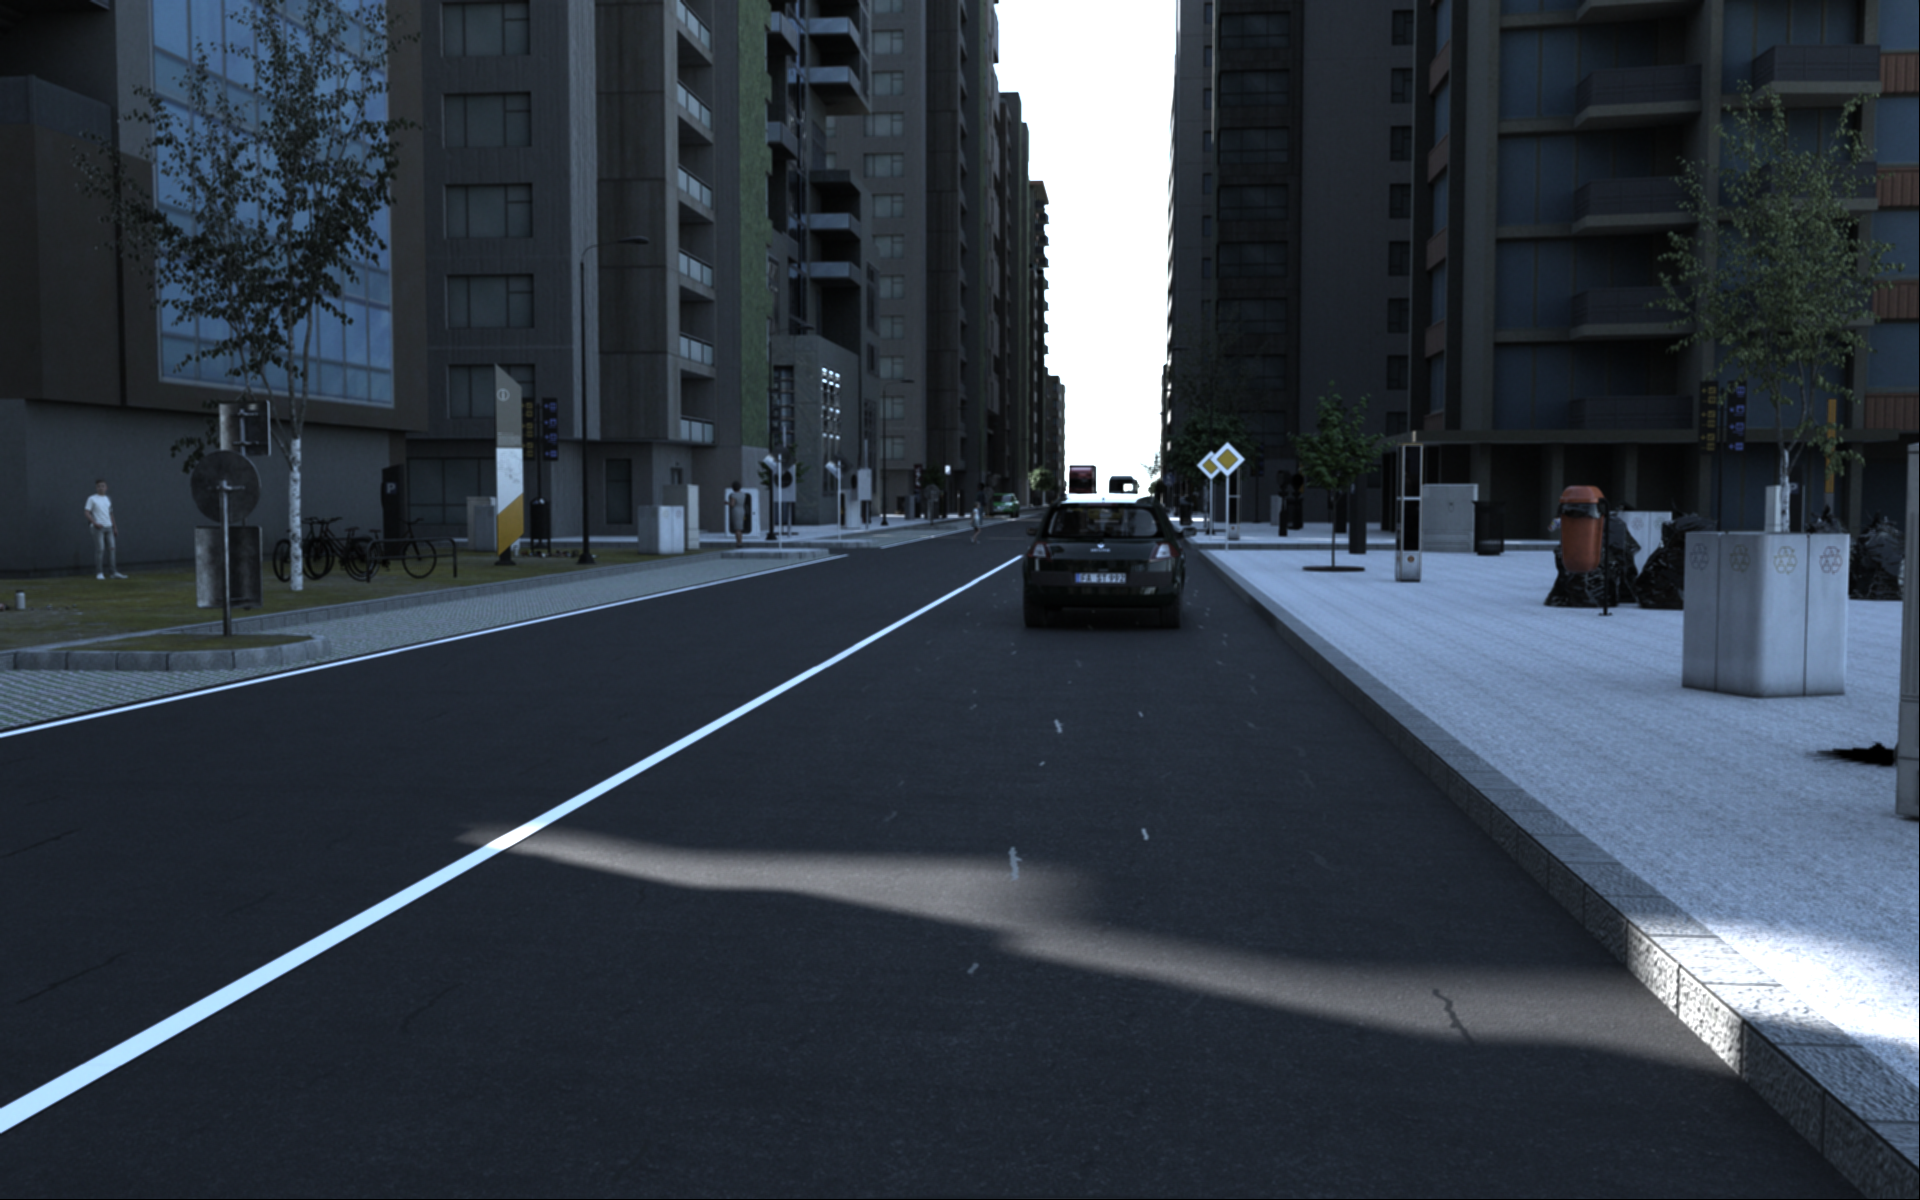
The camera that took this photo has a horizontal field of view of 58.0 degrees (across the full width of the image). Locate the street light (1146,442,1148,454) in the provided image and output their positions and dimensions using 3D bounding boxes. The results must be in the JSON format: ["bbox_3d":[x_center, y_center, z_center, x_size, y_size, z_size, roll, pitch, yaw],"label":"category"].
[{"bbox_3d":[15.079,-9.728,131.590,1.470,5.913,1.316,0,4,6],"label":"street light"}]

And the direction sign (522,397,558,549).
[{"bbox_3d":[-9.897,-2.981,40.739,0.876,3.537,0.379,-1,4,-19],"label":"direction sign"}]

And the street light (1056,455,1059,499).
[{"bbox_3d":[11.105,-14.328,206.809,1.470,5.913,1.316,0,4,6],"label":"street light"}]

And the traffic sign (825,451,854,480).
[{"bbox_3d":[-3.313,-2.761,47.325,0.795,2.593,0.064,0,4,6],"label":"traffic sign"}]

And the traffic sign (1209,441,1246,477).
[{"bbox_3d":[5.935,-2.212,38.359,0.795,2.593,0.064,0,4,6],"label":"traffic sign"}]

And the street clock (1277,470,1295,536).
[{"bbox_3d":[9.796,-2.929,52.466,0.358,2.002,0.471,-1,4,-19],"label":"street clock"}]

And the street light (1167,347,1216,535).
[{"bbox_3d":[7.376,-5.021,54.638,1.470,5.913,1.316,0,4,6],"label":"street light"}]

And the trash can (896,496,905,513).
[{"bbox_3d":[-3.648,-5.930,108.606,0.748,1.137,0.748,0,3,0],"label":"trash can"}]

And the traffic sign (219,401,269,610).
[{"bbox_3d":[-7.867,-1.035,19.055,0.606,2.300,0.079,1,4,13],"label":"traffic sign"}]

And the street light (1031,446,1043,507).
[{"bbox_3d":[7.358,-11.964,168.146,1.470,5.913,1.316,0,4,6],"label":"street light"}]

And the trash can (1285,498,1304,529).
[{"bbox_3d":[12.147,-3.140,63.000,0.748,1.137,0.748,0,3,0],"label":"trash can"}]

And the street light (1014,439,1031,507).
[{"bbox_3d":[5.039,-10.626,146.274,1.470,5.913,1.316,0,4,6],"label":"street light"}]

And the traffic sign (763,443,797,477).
[{"bbox_3d":[-4.107,-2.275,39.379,0.795,2.593,0.064,0,4,6],"label":"traffic sign"}]

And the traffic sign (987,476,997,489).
[{"bbox_3d":[2.204,-7.310,119.631,0.768,2.556,0.104,1,4,10],"label":"traffic sign"}]

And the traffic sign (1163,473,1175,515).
[{"bbox_3d":[12.891,-6.534,106.935,0.768,2.556,0.104,1,4,10],"label":"traffic sign"}]

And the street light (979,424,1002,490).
[{"bbox_3d":[1.872,-8.684,114.532,1.470,5.913,1.316,0,4,6],"label":"street light"}]

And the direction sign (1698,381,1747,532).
[{"bbox_3d":[15.233,-2.610,34.678,0.876,3.537,0.379,1,4,9],"label":"direction sign"}]

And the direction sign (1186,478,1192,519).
[{"bbox_3d":[11.796,-5.965,89.518,0.379,3.537,0.876,2,4,31],"label":"direction sign"}]

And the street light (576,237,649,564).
[{"bbox_3d":[-6.308,-3.605,31.480,1.470,5.913,1.316,0,4,6],"label":"street light"}]

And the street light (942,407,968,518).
[{"bbox_3d":[-0.285,-7.327,92.332,1.470,5.913,1.316,0,4,6],"label":"street light"}]

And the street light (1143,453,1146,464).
[{"bbox_3d":[17.244,-11.066,153.477,1.470,5.913,1.316,0,4,6],"label":"street light"}]

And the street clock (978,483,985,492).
[{"bbox_3d":[1.386,-6.622,112.834,0.358,2.002,0.471,3,5,43],"label":"street clock"}]

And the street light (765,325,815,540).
[{"bbox_3d":[-4.695,-4.604,47.823,1.470,5.913,1.316,0,4,6],"label":"street light"}]

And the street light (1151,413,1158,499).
[{"bbox_3d":[11.815,-7.713,98.644,1.470,5.913,1.316,0,4,6],"label":"street light"}]

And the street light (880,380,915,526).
[{"bbox_3d":[-2.544,-5.989,70.453,1.470,5.913,1.316,0,4,6],"label":"street light"}]

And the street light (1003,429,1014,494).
[{"bbox_3d":[2.920,-9.259,123.931,1.470,5.913,1.316,0,4,6],"label":"street light"}]

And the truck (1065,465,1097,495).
[{"bbox_3d":[11.791,-10.876,166.735,2.839,4.237,11.283,0,4,6],"label":"truck"}]

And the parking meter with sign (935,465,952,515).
[{"bbox_3d":[-1.325,-6.655,105.070,1.738,3.016,0.543,-3,5,-44],"label":"parking meter with sign"}]

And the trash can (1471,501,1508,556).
[{"bbox_3d":[11.077,-1.505,36.255,0.748,1.137,0.748,0,3,0],"label":"trash can"}]

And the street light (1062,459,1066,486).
[{"bbox_3d":[13.311,-15.726,229.659,1.470,5.913,1.316,0,4,6],"label":"street light"}]

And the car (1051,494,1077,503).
[{"bbox_3d":[6.403,-5.624,102.171,2.015,1.641,3.980,0,4,4],"label":"car"}]

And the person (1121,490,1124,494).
[{"bbox_3d":[11.567,-7.039,124.302,1.217,1.735,0.721,3,5,44],"label":"person"}]

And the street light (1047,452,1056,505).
[{"bbox_3d":[9.444,-13.308,190.128,1.470,5.913,1.316,0,4,6],"label":"street light"}]

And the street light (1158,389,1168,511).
[{"bbox_3d":[9.626,-6.359,76.517,1.470,5.913,1.316,0,4,6],"label":"street light"}]

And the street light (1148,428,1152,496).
[{"bbox_3d":[14.036,-9.075,120.915,1.470,5.913,1.316,0,4,6],"label":"street light"}]

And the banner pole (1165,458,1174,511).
[{"bbox_3d":[14.129,-7.778,117.185,0.863,3.779,0.401,3,5,45],"label":"banner pole"}]

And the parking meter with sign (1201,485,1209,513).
[{"bbox_3d":[16.688,-7.421,117.599,0.543,3.016,1.738,1,4,14],"label":"parking meter with sign"}]

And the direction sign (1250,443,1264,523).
[{"bbox_3d":[13.119,-5.167,76.480,0.379,3.537,0.876,-2,4,-30],"label":"direction sign"}]

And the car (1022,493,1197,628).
[{"bbox_3d":[1.719,-0.624,19.988,2.009,1.686,4.222,0,4,7],"label":"car"}]

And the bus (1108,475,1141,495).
[{"bbox_3d":[16.537,-10.994,174.617,2.948,3.499,13.247,0,4,8],"label":"bus"}]

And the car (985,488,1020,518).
[{"bbox_3d":[2.535,-5.805,103.714,1.959,1.807,4.718,0,4,7],"label":"car"}]

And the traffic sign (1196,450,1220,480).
[{"bbox_3d":[6.729,-2.698,46.305,0.795,2.593,0.064,0,4,6],"label":"traffic sign"}]

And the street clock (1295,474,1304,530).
[{"bbox_3d":[12.035,-3.511,61.978,0.471,2.002,0.358,-1,4,-17],"label":"street clock"}]
